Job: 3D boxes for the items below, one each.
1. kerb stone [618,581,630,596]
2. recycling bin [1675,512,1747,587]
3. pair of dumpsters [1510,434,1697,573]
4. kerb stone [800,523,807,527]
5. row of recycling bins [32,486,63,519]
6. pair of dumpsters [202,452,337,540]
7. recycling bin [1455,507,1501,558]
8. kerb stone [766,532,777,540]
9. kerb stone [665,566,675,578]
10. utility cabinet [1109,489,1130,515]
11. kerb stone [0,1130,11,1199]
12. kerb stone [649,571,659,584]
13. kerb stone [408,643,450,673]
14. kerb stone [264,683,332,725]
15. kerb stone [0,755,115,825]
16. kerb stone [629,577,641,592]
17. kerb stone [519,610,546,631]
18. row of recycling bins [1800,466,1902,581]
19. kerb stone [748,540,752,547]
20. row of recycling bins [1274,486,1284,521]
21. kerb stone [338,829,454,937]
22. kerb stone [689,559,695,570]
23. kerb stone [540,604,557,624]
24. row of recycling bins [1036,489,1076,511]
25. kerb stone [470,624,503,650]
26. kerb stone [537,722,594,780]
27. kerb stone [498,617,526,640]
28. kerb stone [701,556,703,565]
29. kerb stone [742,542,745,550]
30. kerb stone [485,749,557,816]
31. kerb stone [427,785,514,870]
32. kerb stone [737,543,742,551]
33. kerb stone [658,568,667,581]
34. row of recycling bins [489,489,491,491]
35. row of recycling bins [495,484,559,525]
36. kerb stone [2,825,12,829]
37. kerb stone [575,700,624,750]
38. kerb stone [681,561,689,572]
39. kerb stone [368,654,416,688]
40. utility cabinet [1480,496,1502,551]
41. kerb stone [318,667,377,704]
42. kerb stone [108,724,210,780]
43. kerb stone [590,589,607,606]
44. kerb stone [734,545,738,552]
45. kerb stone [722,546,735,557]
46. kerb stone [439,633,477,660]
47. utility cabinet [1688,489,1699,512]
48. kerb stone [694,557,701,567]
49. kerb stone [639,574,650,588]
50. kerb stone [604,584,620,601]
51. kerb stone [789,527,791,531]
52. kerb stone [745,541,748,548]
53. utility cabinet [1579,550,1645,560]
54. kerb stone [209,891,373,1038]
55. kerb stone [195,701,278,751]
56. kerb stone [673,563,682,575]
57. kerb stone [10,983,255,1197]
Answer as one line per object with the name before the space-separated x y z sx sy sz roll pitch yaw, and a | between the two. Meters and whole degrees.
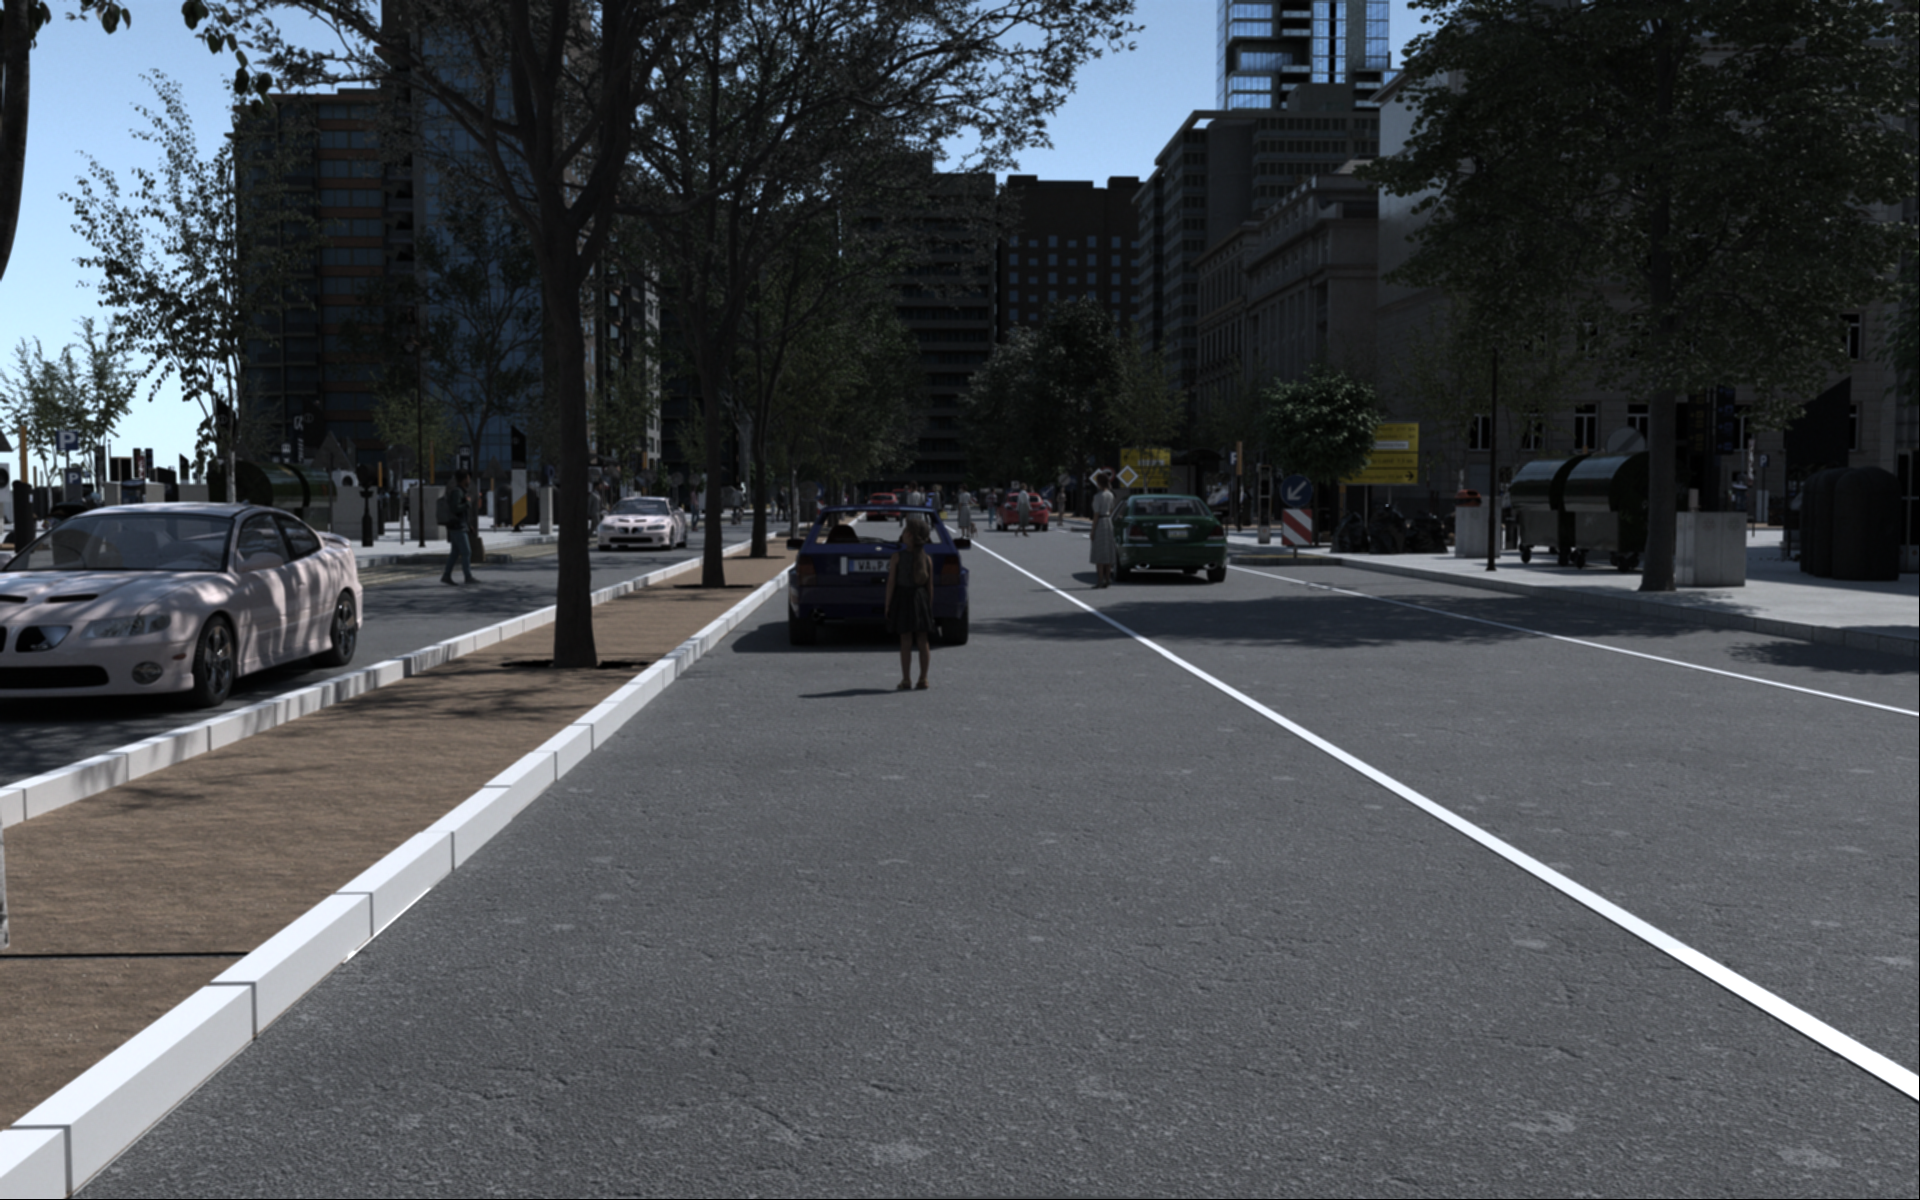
kerb stone | -4.824 -0.134 24.430 0.120 0.150 1.000 0 4 -2
recycling bin | 10.539 -0.720 24.323 0.722 1.027 0.722 0 4 0
pair of dumpsters | 11.143 -1.693 30.174 1.574 2.255 4.437 0 4 -2
kerb stone | -6.965 -3.366 77.235 0.120 0.150 1.000 0 4 -2
row of recycling bins | -46.254 -4.979 88.527 3.534 1.692 1.069 2 4 35
pair of dumpsters | -15.213 -2.189 38.290 1.574 2.255 4.437 0 4 -2
recycling bin | 10.445 -1.369 34.931 0.722 1.027 0.722 0 4 -2
kerb stone | -6.107 -2.076 56.162 0.120 0.150 1.000 0 4 -2
kerb stone | -5.022 -0.449 29.544 0.120 0.150 1.000 0 4 -2
utility cabinet | 7.296 -4.384 80.354 1.173 1.500 0.318 -1 4 -22
kerb stone | -1.850 1.174 3.002 0.120 0.150 1.000 0 4 -2
kerb stone | -4.946 -0.324 27.501 0.120 0.150 1.000 0 4 -2
kerb stone | -4.395 0.491 14.200 0.120 0.150 1.000 0 4 -2
kerb stone | -4.277 0.677 11.125 0.120 0.150 1.000 0 4 -2
kerb stone | -4.157 0.867 8.057 0.120 0.150 1.000 0 4 -2
kerb stone | -4.864 -0.194 25.455 0.120 0.150 1.000 0 4 -2
kerb stone | -4.565 0.238 18.299 0.120 0.150 1.000 0 4 -2
row of recycling bins | 13.844 -1.221 27.081 1.069 1.692 3.534 1 4 17
kerb stone | -5.690 -1.452 45.931 0.120 0.150 1.000 0 4 -2
row of recycling bins | 16.027 -4.733 84.498 1.069 1.692 3.534 0 4 -2
kerb stone | -1.972 0.986 6.078 0.120 0.150 1.000 0 4 -2
kerb stone | -5.154 -0.637 32.612 0.120 0.150 1.000 0 4 -2
kerb stone | -4.608 0.176 19.320 0.120 0.150 1.000 0 4 -2
row of recycling bins | 7.490 -7.640 132.029 3.534 1.692 1.069 -1 4 -21
kerb stone | -4.488 0.365 16.248 0.120 0.150 1.000 0 4 -2
kerb stone | -2.094 0.801 9.148 0.120 0.150 1.000 0 4 -2
kerb stone | -4.524 0.301 17.277 0.120 0.150 1.000 0 4 -2
kerb stone | -5.241 -0.760 34.665 0.120 0.150 1.000 0 4 -2
kerb stone | -5.606 -1.326 43.888 0.120 0.150 1.000 0 4 -2
kerb stone | -2.057 0.861 8.120 0.120 0.150 1.000 0 4 -2
kerb stone | -2.008 0.927 7.100 0.120 0.150 1.000 0 4 -2
kerb stone | -5.571 -1.261 42.867 0.120 0.150 1.000 0 4 -2
kerb stone | -4.992 -0.387 28.522 0.120 0.150 1.000 0 4 -2
row of recycling bins | -35.324 -7.581 131.068 3.534 1.692 1.069 3 5 44
row of recycling bins | -17.486 -3.970 72.027 3.534 1.692 1.069 -1 4 -23
kerb stone | -4.113 0.928 7.032 0.120 0.150 1.000 0 4 -2
kerb stone | -2.128 0.736 10.169 0.120 0.150 1.000 0 4 -2
kerb stone | -5.108 -0.575 31.591 0.120 0.150 1.000 0 4 -2
kerb stone | -4.353 0.552 13.174 0.120 0.150 1.000 0 4 -2
utility cabinet | 12.158 -1.742 39.643 0.306 1.237 1.020 0 4 8
kerb stone | -4.320 0.615 12.146 0.120 0.150 1.000 0 4 -2
kerb stone | -4.203 0.802 9.077 0.120 0.150 1.000 0 4 -2
kerb stone | -4.735 -0.012 22.385 0.120 0.150 1.000 0 4 -2
kerb stone | -5.525 -1.201 41.834 0.120 0.150 1.000 0 4 -2
kerb stone | -5.478 -1.139 40.814 0.120 0.150 1.000 0 4 -2
kerb stone | -4.448 0.426 15.224 0.120 0.150 1.000 0 4 -2
utility cabinet | 30.290 -3.852 71.656 0.318 1.500 1.173 1 4 13
kerb stone | -5.194 -0.698 33.644 0.120 0.150 1.000 0 4 -2
kerb stone | -4.906 -0.262 26.480 0.120 0.150 1.000 0 4 -2
kerb stone | -4.772 -0.074 23.406 0.120 0.150 1.000 0 4 -2
kerb stone | -6.629 -2.865 69.031 0.120 0.150 1.000 0 4 -2
kerb stone | -5.655 -1.389 44.909 0.120 0.150 1.000 0 4 -2
utility cabinet | 12.489 -1.499 33.187 1.173 1.500 0.318 0 4 6
kerb stone | -1.933 1.048 5.057 0.120 0.150 1.000 0 4 -2
kerb stone | -4.233 0.741 10.099 0.120 0.150 1.000 0 4 -2
kerb stone | -5.066 -0.512 30.565 0.120 0.150 1.000 0 4 -2
kerb stone | -1.889 1.111 4.023 0.120 0.150 1.000 0 4 -2
